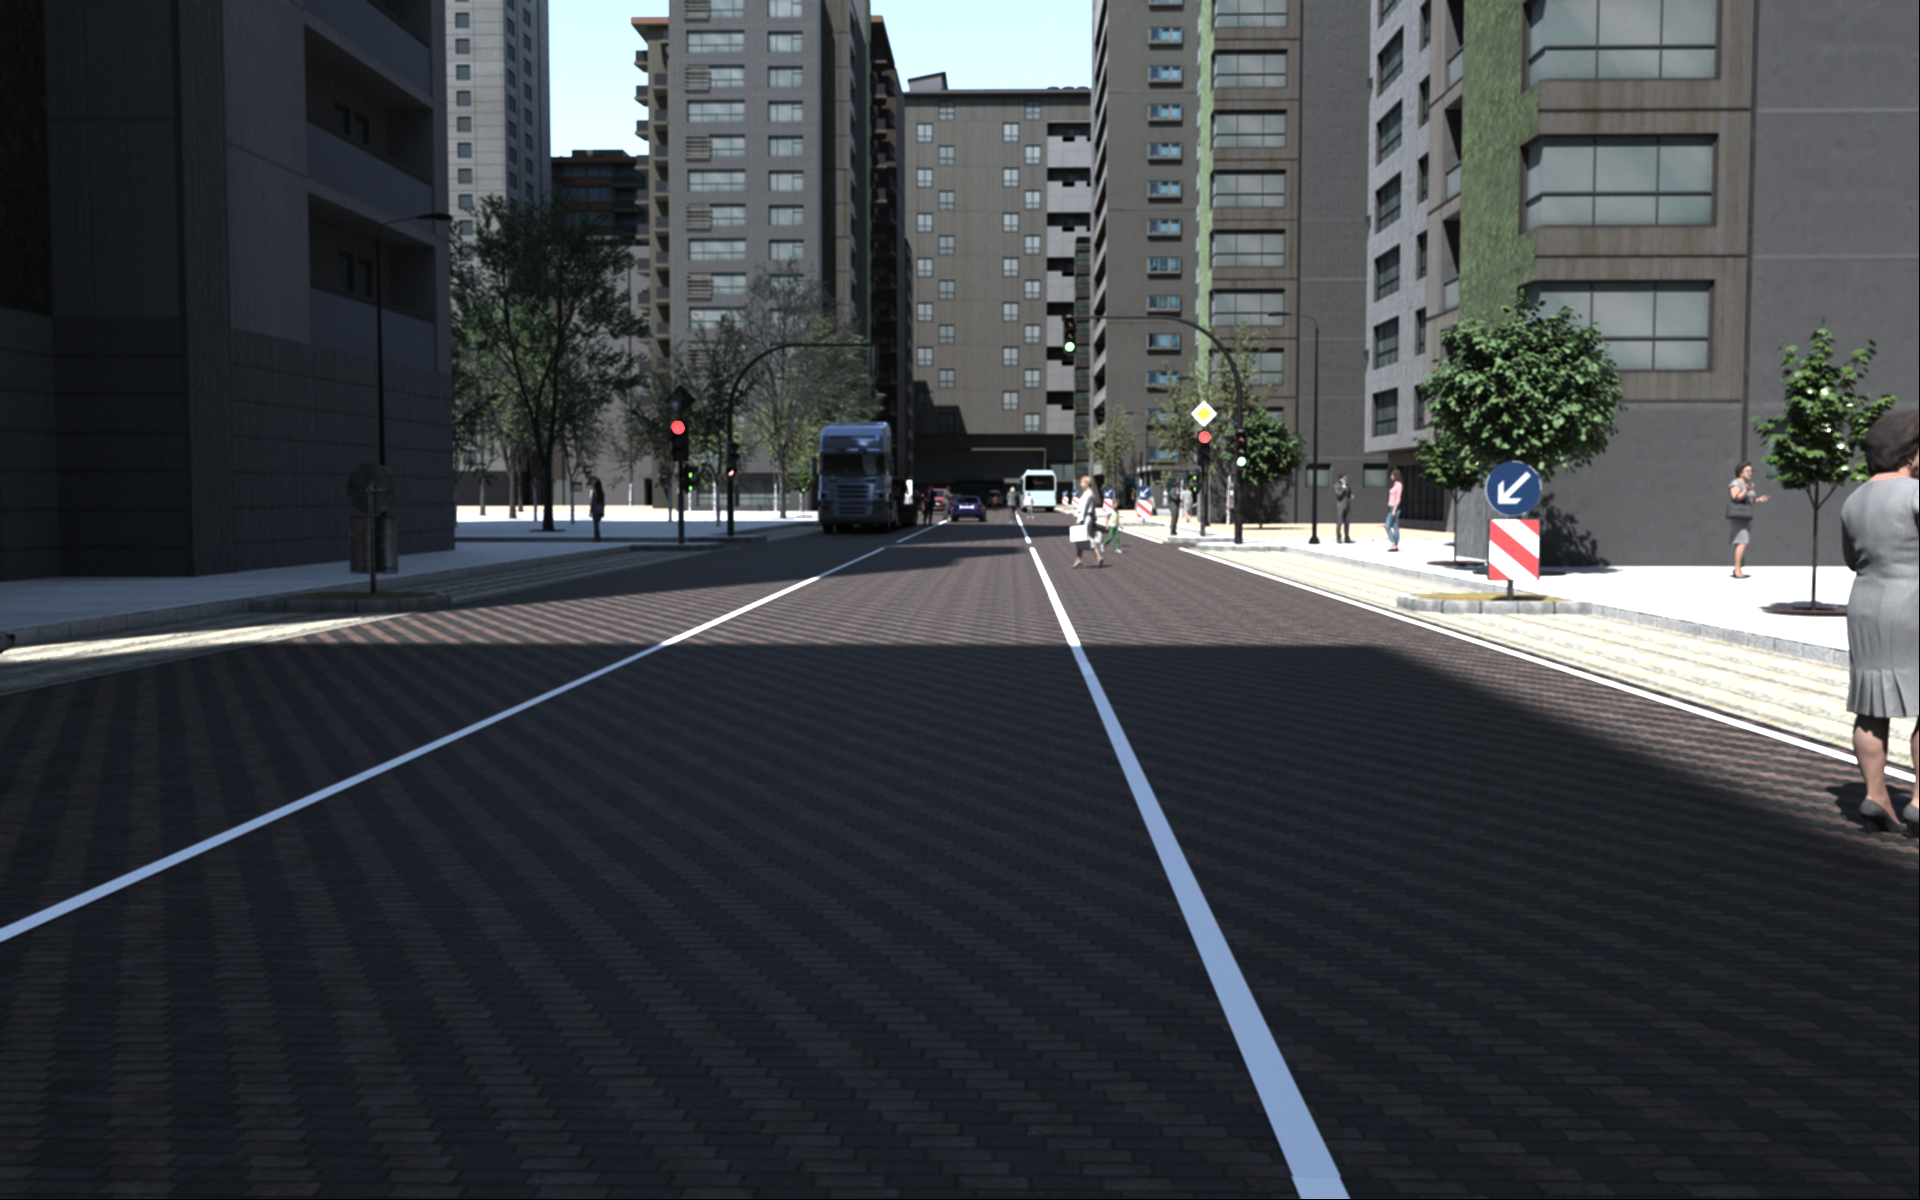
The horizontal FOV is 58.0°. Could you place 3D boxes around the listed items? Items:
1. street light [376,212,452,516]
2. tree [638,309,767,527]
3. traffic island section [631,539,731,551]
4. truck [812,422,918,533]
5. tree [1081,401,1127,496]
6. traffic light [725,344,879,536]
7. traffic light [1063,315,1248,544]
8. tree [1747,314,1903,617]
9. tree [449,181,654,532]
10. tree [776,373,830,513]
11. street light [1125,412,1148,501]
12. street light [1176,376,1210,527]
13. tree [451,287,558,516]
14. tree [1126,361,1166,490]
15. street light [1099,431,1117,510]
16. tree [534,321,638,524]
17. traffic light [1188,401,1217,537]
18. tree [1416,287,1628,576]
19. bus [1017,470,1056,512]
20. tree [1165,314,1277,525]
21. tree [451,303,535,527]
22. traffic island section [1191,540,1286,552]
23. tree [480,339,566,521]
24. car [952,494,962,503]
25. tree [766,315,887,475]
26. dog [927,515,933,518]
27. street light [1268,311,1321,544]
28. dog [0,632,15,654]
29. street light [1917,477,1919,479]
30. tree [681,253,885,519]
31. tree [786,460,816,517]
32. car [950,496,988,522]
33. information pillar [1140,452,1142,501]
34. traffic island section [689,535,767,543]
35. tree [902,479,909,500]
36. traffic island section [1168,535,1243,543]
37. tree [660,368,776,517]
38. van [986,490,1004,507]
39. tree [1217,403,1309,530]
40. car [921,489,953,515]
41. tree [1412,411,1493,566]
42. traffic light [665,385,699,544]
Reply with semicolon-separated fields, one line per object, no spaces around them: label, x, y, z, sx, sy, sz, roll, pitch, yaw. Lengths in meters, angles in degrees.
street light;-9.075;-3.436;28.728;1.470;5.913;1.316;0;4;2
tree;-9.787;-7.208;68.206;4.360;8.622;3.978;0;3;0
traffic island section;-7.207;-1.370;44.675;2.009;0.180;2.903;0;4;2
truck;-3.515;-4.927;70.322;2.967;4.110;18.799;0;4;2
tree;11.932;-11.356;136.038;4.737;8.622;4.395;0;3;0
traffic light;-4.856;-4.760;52.500;4.771;5.953;1.251;0;4;2
traffic light;4.996;-4.246;44.083;4.771;5.953;1.251;0;4;2
tree;9.041;-1.458;18.445;1.663;3.219;1.824;0;3;0
tree;-14.234;-8.152;59.044;9.928;11.665;9.643;0;3;0
tree;-10.524;-9.408;104.183;4.737;8.622;4.395;0;3;0
street light;10.013;-7.662;97.823;1.470;5.913;1.316;0;4;2
street light;9.225;-5.864;68.416;1.470;5.913;1.316;0;4;2
tree;-28.025;-11.705;101.744;12.009;13.543;11.850;0;3;0
tree;11.734;-8.625;91.379;4.737;8.622;4.395;0;3;0
street light;10.868;-9.461;127.227;1.470;5.913;1.316;0;4;2
tree;-16.548;-7.512;73.191;4.360;8.622;3.978;0;3;0
traffic light;7.307;-3.867;52.149;0.839;4.253;0.868;0;4;2
tree;8.969;-2.689;27.673;4.285;4.588;4.351;0;3;0
bus;6.263;-8.937;140.983;2.948;3.499;13.247;0;4;1
tree;11.112;-7.415;71.598;4.737;8.622;4.395;0;3;0
tree;-19.226;-7.079;66.109;4.360;8.622;3.978;0;3;0
traffic island section;7.129;-1.346;44.280;2.009;0.180;2.903;0;4;2
tree;-20.222;-8.028;81.621;4.737;8.622;4.395;0;3;0
car;-0.496;-8.821;153.018;1.959;1.807;4.718;0;4;1
tree;-8.561;-11.766;110.503;7.486;12.596;7.792;0;3;0
dog;-1.921;-5.167;104.671;0.748;0.427;0.550;-2;4;-25
street light;8.516;-4.378;44.115;1.470;5.913;1.316;0;4;2
dog;-4.996;0.527;8.218;0.800;0.831;0.513;0;4;-5
street light;7.678;-2.579;14.711;1.470;5.913;1.316;0;4;2
tree;-9.112;-10.911;88.757;12.009;13.543;11.850;0;3;0
tree;-9.006;-6.326;98.030;1.663;3.219;1.824;0;3;0
car;0.451;-4.738;90.052;1.945;1.354;3.894;0;4;3
information pillar;9.984;-6.368;95.474;0.183;3.616;0.504;0;4;8
traffic island section;-6.989;-1.858;52.657;2.009;0.180;2.903;0;4;2
tree;-6.019;-11.886;188.932;1.663;3.219;1.824;0;3;0
traffic island section;7.347;-1.834;52.262;2.009;0.180;2.903;0;4;2
tree;-13.761;-9.069;98.645;4.737;8.622;4.395;0;3;0
van;3.973;-11.582;196.372;2.013;2.044;4.112;0;4;3
tree;10.819;-4.827;62.642;4.285;4.588;4.351;0;3;0
car;-1.581;-6.992;123.000;2.281;1.827;5.304;0;4;2
tree;8.920;-2.248;31.352;1.663;3.219;1.824;0;3;0
traffic light;-7.167;-3.402;44.539;0.839;4.253;0.868;0;4;2
